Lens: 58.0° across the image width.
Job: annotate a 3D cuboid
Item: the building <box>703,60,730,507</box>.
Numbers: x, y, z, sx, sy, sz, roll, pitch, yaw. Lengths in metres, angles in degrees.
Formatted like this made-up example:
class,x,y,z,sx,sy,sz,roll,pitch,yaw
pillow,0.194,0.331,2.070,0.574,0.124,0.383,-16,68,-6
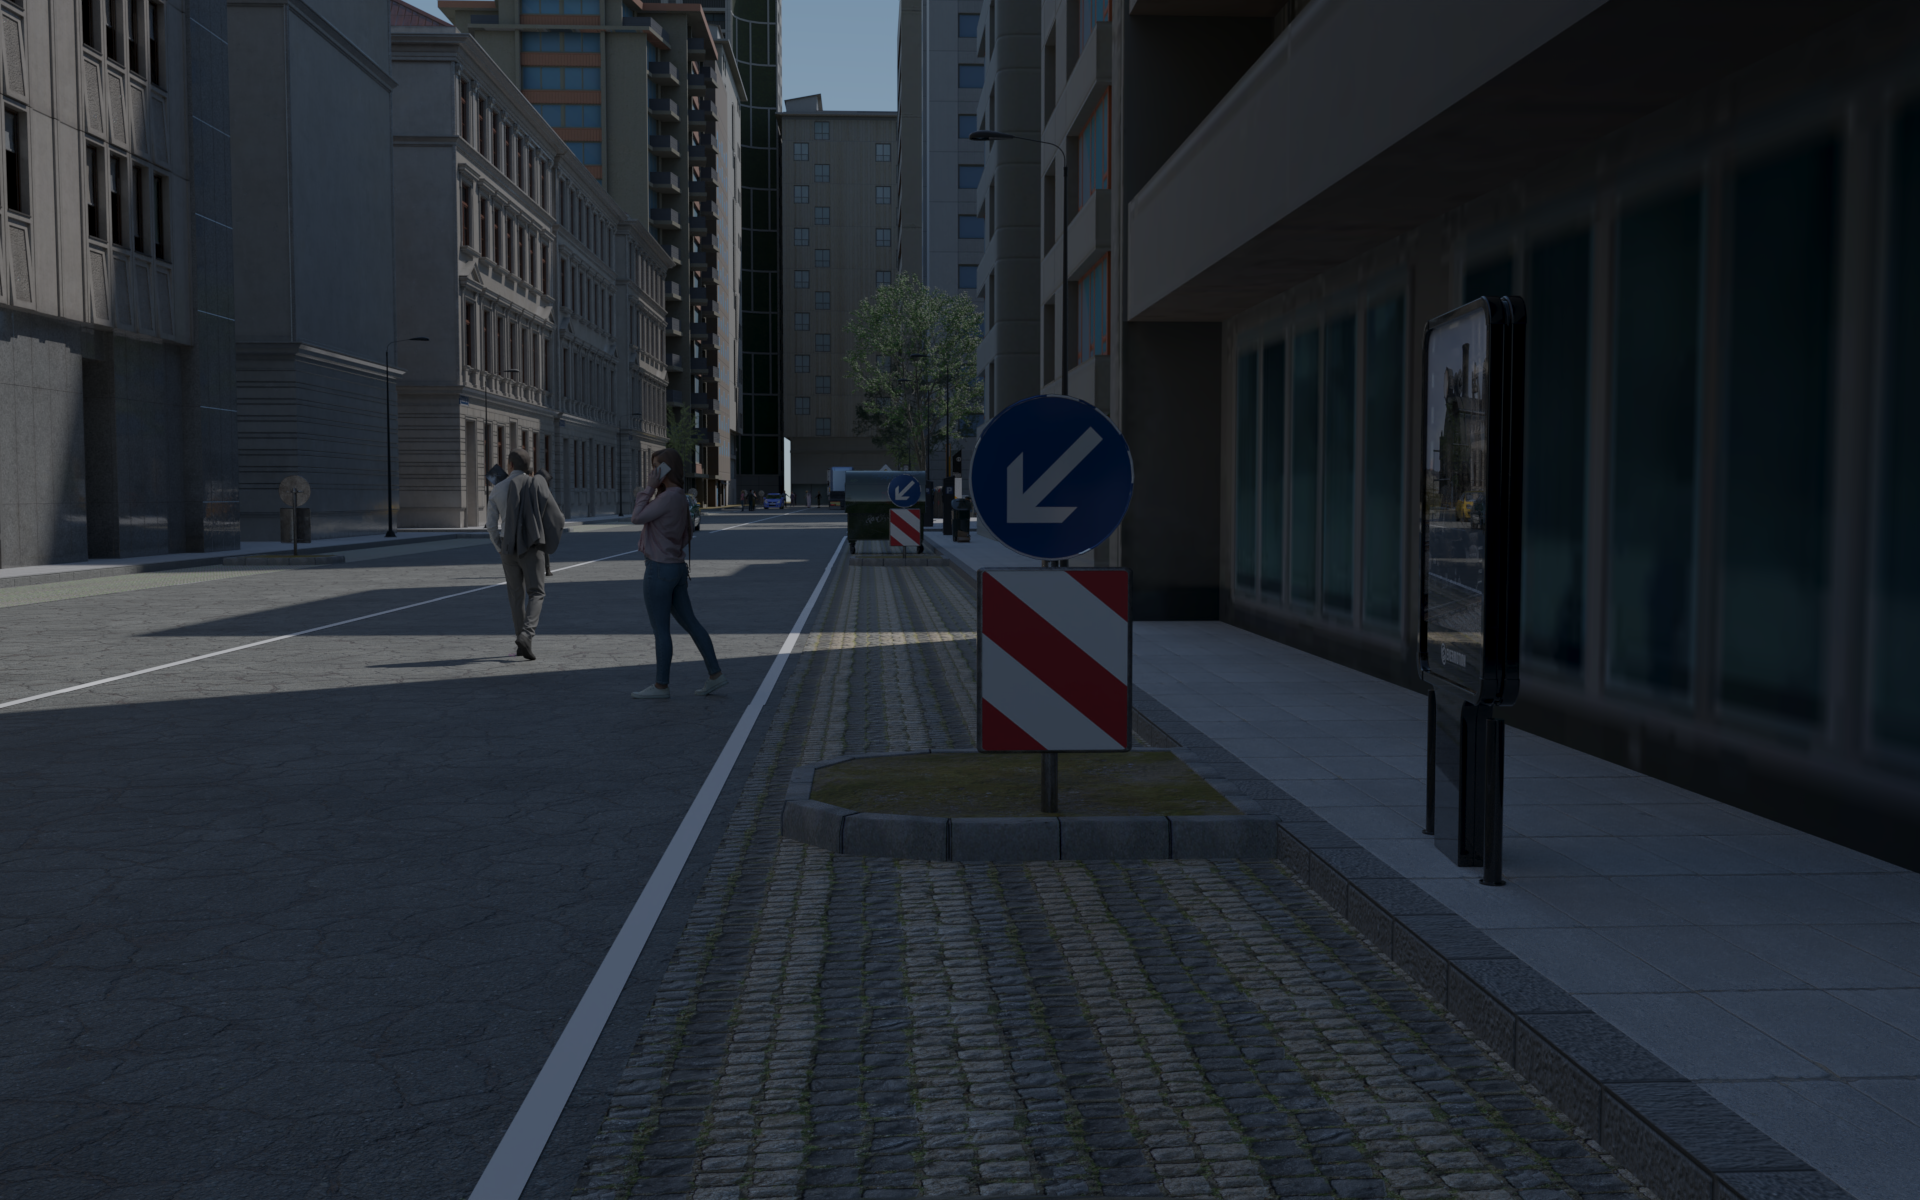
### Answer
class,x,y,z,sx,sy,sz,roll,pitch,yaw
building,-30.933,-32.129,175.427,14.600,45.320,14.200,0,4,-3

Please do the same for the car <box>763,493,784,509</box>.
class,x,y,z,sx,sy,sz,roll,pitch,yaw
car,-17.726,-9.504,164.983,1.945,1.707,3.694,0,4,-1

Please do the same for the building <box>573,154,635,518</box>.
class,x,y,z,sx,sy,sz,roll,pitch,yaw
building,-25.399,-15.835,95.056,11.583,22.565,21.152,0,4,-3

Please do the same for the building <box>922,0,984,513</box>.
class,x,y,z,sx,sy,sz,roll,pitch,yaw
building,7.871,-35.279,118.807,21.231,58.520,28.212,0,4,-3

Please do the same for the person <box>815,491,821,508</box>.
class,x,y,z,sx,sy,sz,roll,pitch,yaw
person,-14.485,-10.267,176.881,0.721,1.766,1.217,2,4,28

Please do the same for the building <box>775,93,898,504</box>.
class,x,y,z,sx,sy,sz,roll,pitch,yaw
building,-10.573,-39.621,237.045,27.495,52.752,28.713,0,4,-3

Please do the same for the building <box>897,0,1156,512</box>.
class,x,y,z,sx,sy,sz,roll,pitch,yaw
building,5.133,-32.674,157.916,21.300,48.544,21.600,0,4,-3

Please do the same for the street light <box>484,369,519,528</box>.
class,x,y,z,sx,sy,sz,roll,pitch,yaw
street light,-17.085,-5.627,64.535,1.470,5.913,1.316,0,4,-3

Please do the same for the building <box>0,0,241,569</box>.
class,x,y,z,sx,sy,sz,roll,pitch,yaw
building,-22.042,-12.899,28.918,12.078,24.808,19.932,0,4,-3

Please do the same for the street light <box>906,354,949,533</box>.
class,x,y,z,sx,sy,sz,roll,pitch,yaw
street light,-0.953,-5.197,57.504,1.470,5.913,1.316,0,4,-3

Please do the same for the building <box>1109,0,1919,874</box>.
class,x,y,z,sx,sy,sz,roll,pitch,yaw
building,12.767,-23.439,6.926,21.300,48.544,21.600,0,4,-3

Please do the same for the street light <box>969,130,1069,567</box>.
class,x,y,z,sx,sy,sz,roll,pitch,yaw
street light,0.814,-3.044,22.313,1.470,5.913,1.316,0,4,-3

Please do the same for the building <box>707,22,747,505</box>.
class,x,y,z,sx,sy,sz,roll,pitch,yaw
building,-39.209,-37.359,200.066,27.495,52.752,28.713,0,4,-3

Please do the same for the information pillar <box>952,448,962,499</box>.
class,x,y,z,sx,sy,sz,roll,pitch,yaw
information pillar,-0.139,-5.967,88.919,0.504,3.616,0.183,0,4,-6

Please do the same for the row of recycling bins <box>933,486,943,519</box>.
class,x,y,z,sx,sy,sz,roll,pitch,yaw
row of recycling bins,-0.962,-5.139,91.133,1.069,1.692,3.534,-2,4,-26

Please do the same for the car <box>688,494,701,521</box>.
class,x,y,z,sx,sy,sz,roll,pitch,yaw
car,-13.366,-4.429,82.634,2.015,1.641,3.980,0,4,-3

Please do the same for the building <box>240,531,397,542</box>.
class,x,y,z,sx,sy,sz,roll,pitch,yaw
building,-27.860,-13.108,50.475,21.152,22.565,11.583,0,4,-3

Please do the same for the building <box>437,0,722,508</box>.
class,x,y,z,sx,sy,sz,roll,pitch,yaw
building,-33.000,-30.499,153.289,22.147,44.769,28.867,0,4,-3

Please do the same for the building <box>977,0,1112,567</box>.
class,x,y,z,sx,sy,sz,roll,pitch,yaw
building,15.103,-11.992,41.108,27.650,21.520,28.899,0,4,-3

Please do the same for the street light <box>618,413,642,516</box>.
class,x,y,z,sx,sy,sz,roll,pitch,yaw
street light,-18.923,-7.752,99.293,1.470,5.913,1.316,0,4,-3

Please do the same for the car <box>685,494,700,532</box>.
class,x,y,z,sx,sy,sz,roll,pitch,yaw
car,-10.992,-3.340,66.412,2.131,1.459,4.920,0,4,-4

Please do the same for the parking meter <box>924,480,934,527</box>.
class,x,y,z,sx,sy,sz,roll,pitch,yaw
parking meter,-1.229,-3.792,67.711,0.399,1.863,0.255,1,4,21

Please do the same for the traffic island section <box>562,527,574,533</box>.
class,x,y,z,sx,sy,sz,roll,pitch,yaw
traffic island section,-15.635,-2.604,64.856,2.009,0.180,2.903,0,4,-3

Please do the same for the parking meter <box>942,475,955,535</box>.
class,x,y,z,sx,sy,sz,roll,pitch,yaw
parking meter,-0.365,-2.957,54.051,0.399,1.863,0.255,-1,4,-8

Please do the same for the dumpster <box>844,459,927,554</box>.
class,x,y,z,sx,sy,sz,roll,pitch,yaw
dumpster,-1.771,-2.226,41.347,1.985,2.255,1.502,0,4,-2

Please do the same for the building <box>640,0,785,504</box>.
class,x,y,z,sx,sy,sz,roll,pitch,yaw
building,-34.380,-48.500,231.231,20.611,71.187,20.563,0,4,-3

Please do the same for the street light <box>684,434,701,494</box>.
class,x,y,z,sx,sy,sz,roll,pitch,yaw
street light,-20.773,-9.885,134.167,1.470,5.913,1.316,0,4,-3

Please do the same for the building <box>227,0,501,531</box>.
class,x,y,z,sx,sy,sz,roll,pitch,yaw
building,-24.276,-14.545,73.974,11.583,22.565,21.152,0,4,-3

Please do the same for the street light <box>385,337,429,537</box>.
class,x,y,z,sx,sy,sz,roll,pitch,yaw
street light,-16.368,-4.815,51.267,1.470,5.913,1.316,0,4,-3

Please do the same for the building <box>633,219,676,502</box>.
class,x,y,z,sx,sy,sz,roll,pitch,yaw
building,-26.085,-17.160,116.724,11.583,22.565,21.152,0,4,-3

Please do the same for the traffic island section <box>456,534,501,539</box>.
class,x,y,z,sx,sy,sz,roll,pitch,yaw
traffic island section,-15.212,-2.116,56.882,2.009,0.180,2.903,0,4,-3

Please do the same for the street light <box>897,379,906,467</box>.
class,x,y,z,sx,sy,sz,roll,pitch,yaw
street light,-1.818,-5.955,69.903,1.470,5.913,1.316,0,4,-3
